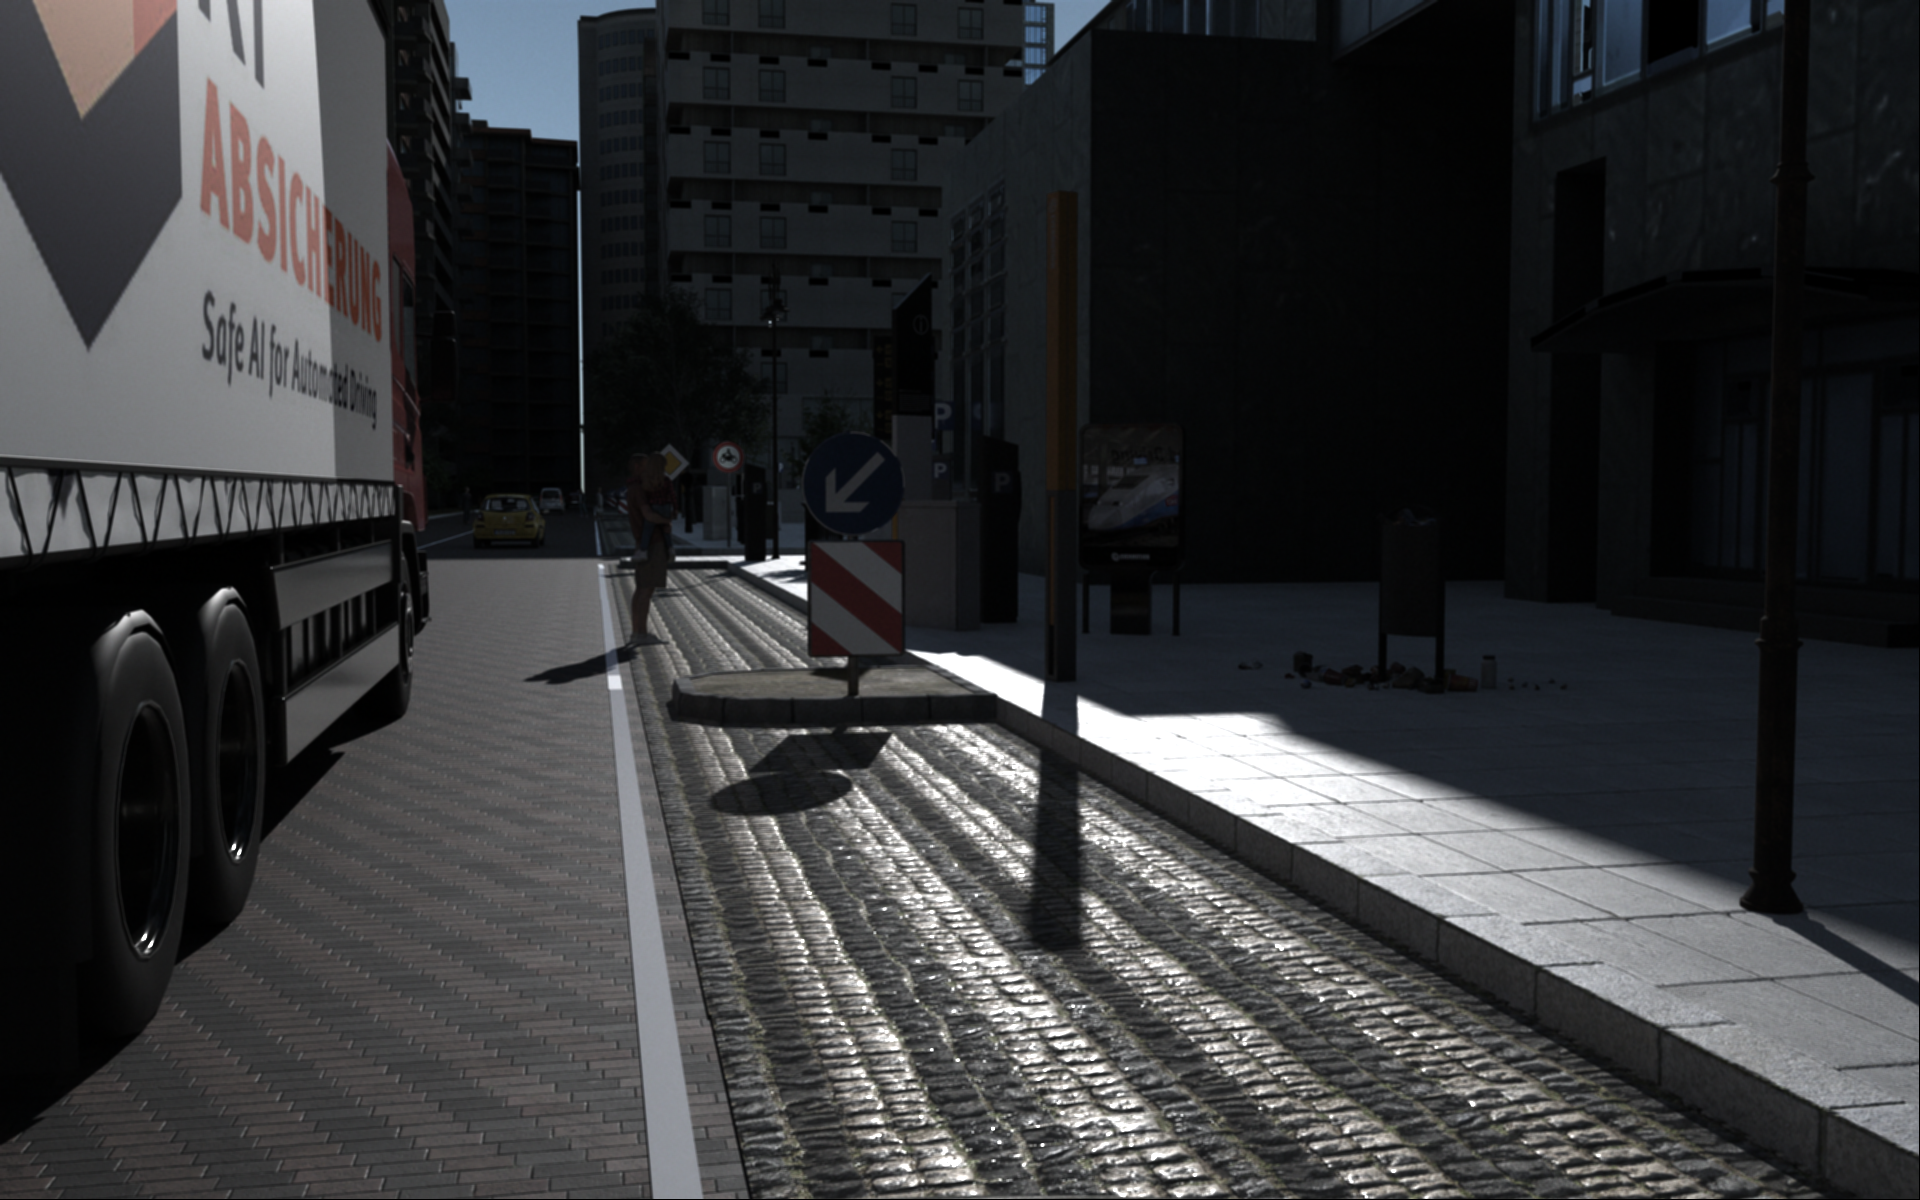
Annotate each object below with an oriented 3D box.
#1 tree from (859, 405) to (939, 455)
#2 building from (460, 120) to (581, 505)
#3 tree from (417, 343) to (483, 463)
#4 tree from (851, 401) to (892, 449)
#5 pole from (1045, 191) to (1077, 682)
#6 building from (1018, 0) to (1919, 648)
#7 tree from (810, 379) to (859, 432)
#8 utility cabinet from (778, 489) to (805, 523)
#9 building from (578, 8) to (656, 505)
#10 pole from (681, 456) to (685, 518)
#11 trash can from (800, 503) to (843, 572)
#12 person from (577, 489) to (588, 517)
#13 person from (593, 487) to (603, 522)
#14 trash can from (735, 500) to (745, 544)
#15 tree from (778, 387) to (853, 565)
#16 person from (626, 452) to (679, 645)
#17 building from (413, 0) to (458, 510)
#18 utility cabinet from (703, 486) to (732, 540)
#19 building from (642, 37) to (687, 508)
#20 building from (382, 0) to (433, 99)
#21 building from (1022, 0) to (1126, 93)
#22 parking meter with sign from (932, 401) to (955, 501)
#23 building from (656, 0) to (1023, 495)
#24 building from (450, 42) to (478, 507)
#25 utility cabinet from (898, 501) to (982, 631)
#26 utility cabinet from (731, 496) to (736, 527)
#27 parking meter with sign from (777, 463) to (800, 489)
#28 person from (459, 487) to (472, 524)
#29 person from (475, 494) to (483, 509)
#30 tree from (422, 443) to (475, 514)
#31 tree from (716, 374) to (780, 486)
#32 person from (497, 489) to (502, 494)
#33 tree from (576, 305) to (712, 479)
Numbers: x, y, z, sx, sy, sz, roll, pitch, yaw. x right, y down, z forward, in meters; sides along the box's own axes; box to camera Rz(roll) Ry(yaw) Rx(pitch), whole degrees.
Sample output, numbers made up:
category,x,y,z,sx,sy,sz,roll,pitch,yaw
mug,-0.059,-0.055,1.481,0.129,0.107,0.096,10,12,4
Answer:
category,x,y,z,sx,sy,sz,roll,pitch,yaw
tree,-3.007,-9.268,101.889,4.360,8.622,3.978,0,3,0
building,-59.550,-33.662,204.993,28.867,44.769,22.147,-1,4,-12
tree,-32.178,-10.352,103.669,7.601,10.594,8.767,-1,4,-23
tree,-4.546,-9.595,107.233,4.737,8.622,4.395,0,3,0
pole,0.691,-1.099,11.813,0.158,3.312,0.155,0,3,0
building,13.768,-43.211,19.171,22.319,86.520,31.000,-1,4,-12
tree,-7.796,-9.875,111.823,4.360,8.622,3.978,0,3,0
utility cabinet,-7.489,-4.176,76.951,1.173,1.500,0.318,0,4,3
building,-31.470,-40.839,209.723,28.212,58.520,21.231,-1,4,-12
pole,-14.794,-6.033,92.481,0.158,3.312,0.155,0,3,0
trash can,-2.142,-0.957,27.306,0.748,1.137,0.748,0,3,0
person,-23.803,-6.129,109.052,0.623,1.781,0.721,1,4,20
person,-18.742,-4.952,89.825,0.624,1.780,0.694,-1,4,-20
trash can,-5.403,-2.002,44.386,0.748,1.137,0.748,0,3,0
tree,-2.529,-2.254,31.450,1.663,3.219,1.824,0,3,0
person,-2.959,-0.491,16.495,0.580,1.828,0.573,2,4,23
building,-55.403,-32.112,148.738,21.300,48.544,21.600,-1,4,-12
utility cabinet,-6.745,-2.419,48.227,0.318,1.500,1.173,1,4,19
building,-22.137,-29.160,160.357,14.154,41.232,14.086,-1,4,-12
building,-49.722,-28.712,124.070,22.147,44.769,28.867,-1,4,-12
building,23.743,-36.528,186.476,27.495,52.752,28.713,-1,4,-12
parking meter with sign,-0.379,-2.172,31.774,0.543,3.016,1.738,0,4,1
building,-10.501,-33.737,140.844,28.713,52.752,27.495,-1,4,-12
building,-64.252,-33.780,171.918,30.456,49.044,23.786,-1,4,-12
utility cabinet,-0.204,-0.334,16.630,0.306,1.237,1.020,-3,4,-36
utility cabinet,-9.004,-3.405,66.836,1.020,1.237,0.306,-3,4,-36
parking meter with sign,-9.245,-6.098,95.970,1.738,3.016,0.543,2,4,25
person,-23.438,-4.476,82.098,0.534,1.772,0.576,1,4,12
person,-34.164,-6.812,123.131,0.557,1.426,1.065,-3,5,-43
tree,-34.494,-7.805,111.321,4.285,4.588,4.351,0,3,0
tree,-12.352,-9.088,98.953,4.737,8.622,4.395,0,3,0
person,-39.355,-8.536,148.074,1.348,1.824,0.705,0,4,-4
tree,-20.641,-12.663,113.690,9.857,13.997,8.962,0,3,0
